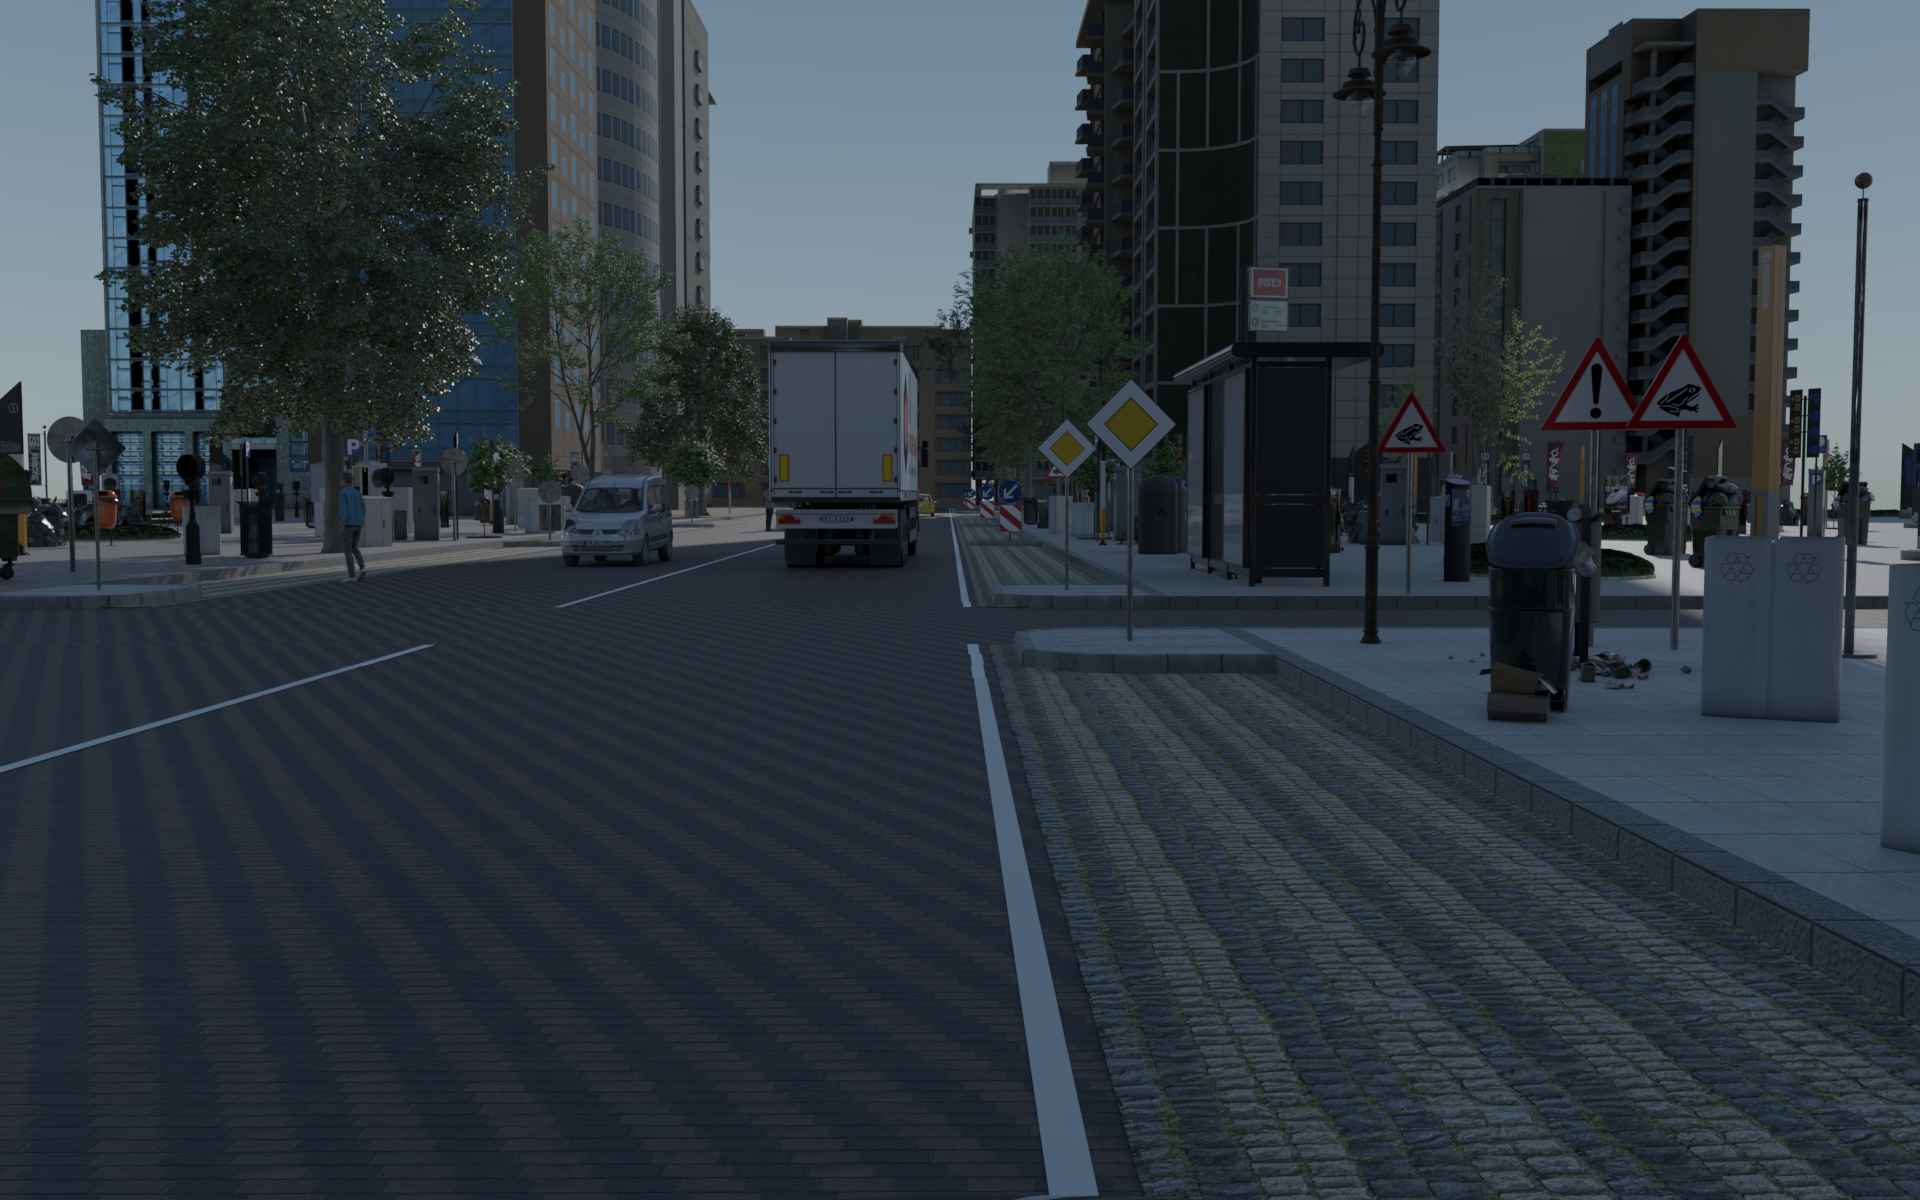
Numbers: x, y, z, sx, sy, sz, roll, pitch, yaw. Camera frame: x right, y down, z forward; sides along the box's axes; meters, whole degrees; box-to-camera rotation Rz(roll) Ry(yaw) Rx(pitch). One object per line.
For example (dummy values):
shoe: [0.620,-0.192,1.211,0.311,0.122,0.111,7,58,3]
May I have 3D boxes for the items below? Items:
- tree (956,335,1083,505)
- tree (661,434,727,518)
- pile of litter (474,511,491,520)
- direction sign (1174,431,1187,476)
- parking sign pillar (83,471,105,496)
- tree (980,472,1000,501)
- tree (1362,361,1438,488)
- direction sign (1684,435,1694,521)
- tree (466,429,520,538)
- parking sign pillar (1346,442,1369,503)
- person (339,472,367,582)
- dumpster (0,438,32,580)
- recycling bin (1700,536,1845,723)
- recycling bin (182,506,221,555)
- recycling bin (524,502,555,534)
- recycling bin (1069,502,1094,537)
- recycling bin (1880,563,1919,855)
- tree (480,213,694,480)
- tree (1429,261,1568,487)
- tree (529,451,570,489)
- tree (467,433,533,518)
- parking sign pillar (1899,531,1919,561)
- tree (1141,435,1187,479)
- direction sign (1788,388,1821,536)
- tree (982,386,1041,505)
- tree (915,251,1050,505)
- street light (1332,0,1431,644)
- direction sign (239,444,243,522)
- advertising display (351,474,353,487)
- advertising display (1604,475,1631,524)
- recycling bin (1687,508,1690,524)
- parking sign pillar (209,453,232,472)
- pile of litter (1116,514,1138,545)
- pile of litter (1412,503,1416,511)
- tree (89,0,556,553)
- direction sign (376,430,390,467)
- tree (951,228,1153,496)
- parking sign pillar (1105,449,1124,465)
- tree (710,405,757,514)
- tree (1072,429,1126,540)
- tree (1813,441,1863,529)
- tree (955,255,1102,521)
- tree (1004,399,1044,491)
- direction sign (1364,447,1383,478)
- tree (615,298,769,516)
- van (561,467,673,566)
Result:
tree: [3.352,-9.719,93.313,7.601,10.594,8.767,0,4,-2]
tree: [-14.140,-6.654,92.514,4.285,4.588,4.351,0,3,0]
pile of litter: [-23.090,-4.326,84.699,1.176,0.858,1.719,2,4,30]
direction sign: [8.116,-4.302,62.341,0.876,3.537,0.379,0,4,-2]
parking sign pillar: [-48.521,-6.641,97.046,1.447,3.967,1.447,2,4,24]
tree: [2.407,-9.527,150.365,1.663,3.219,1.824,0,3,0]
tree: [24.549,-8.910,96.048,4.737,8.622,4.395,0,3,0]
direction sign: [28.172,-4.589,67.019,0.379,3.537,0.876,0,4,3]
tree: [-13.934,-3.415,50.437,1.663,3.219,1.824,0,3,0]
parking sign pillar: [20.445,-6.128,88.670,1.447,3.967,1.447,3,5,40]
person: [-9.887,-1.182,28.173,0.444,1.785,0.601,2,4,32]
dumpster: [-14.653,-1.378,25.030,1.502,2.255,1.985,0,4,0]
recycling bin: [4.759,0.148,10.133,0.722,1.027,0.722,2,4,27]
recycling bin: [-16.083,-1.479,36.730,0.722,1.027,0.722,-2,4,-24]
recycling bin: [-13.743,-2.697,56.647,0.722,1.027,0.722,3,5,39]
recycling bin: [3.659,-2.443,52.502,0.722,1.027,0.722,-1,4,-8]
recycling bin: [3.818,0.392,6.140,0.722,1.027,0.722,-2,4,-28]
tree: [-14.181,-8.561,65.721,9.928,11.665,9.643,0,3,0]
tree: [16.556,-6.371,54.528,4.360,8.622,3.978,0,3,0]
tree: [-18.297,-5.037,76.961,1.663,3.219,1.824,0,3,0]
tree: [-24.760,-6.688,93.059,4.285,4.588,4.351,0,3,0]
parking sign pillar: [19.067,-2.756,33.526,1.447,3.967,1.447,0,4,7]
tree: [6.493,-3.716,55.362,1.663,3.219,1.824,0,3,0]
direction sign: [18.197,-2.776,37.378,0.379,3.537,0.876,-1,4,-16]
tree: [3.384,-9.691,108.809,4.737,8.622,4.395,0,3,0]
tree: [2.547,-17.261,138.102,12.611,20.169,13.585,0,3,0]
street light: [3.534,-2.565,14.726,0.468,5.910,1.993,0,4,0]
direction sign: [-32.465,-5.278,78.293,0.379,3.537,0.876,-2,4,-28]
advertising display: [-17.399,-2.789,50.820,0.974,1.923,0.123,1,4,19]
advertising display: [21.997,-3.227,57.977,0.123,1.923,0.974,-2,4,-28]
recycling bin: [22.453,-2.427,52.240,0.722,1.027,0.722,0,4,-6]
parking sign pillar: [-40.344,-6.486,94.519,1.447,3.967,1.447,2,4,26]
pile of litter: [4.785,-1.843,44.095,1.719,0.858,1.176,0,4,-3]
pile of litter: [22.824,-4.514,87.775,1.719,0.858,1.176,3,4,37]
tree: [-13.612,-8.000,37.454,9.857,13.997,8.962,0,3,0]
direction sign: [-19.855,-4.130,59.515,0.379,3.537,0.876,-3,4,-37]
tree: [3.809,-8.782,69.343,9.928,11.665,9.643,0,3,0]
parking sign pillar: [8.132,-6.151,89.049,1.447,3.967,1.447,-1,4,-9]
tree: [-15.108,-9.978,113.508,4.737,8.622,4.395,0,3,0]
tree: [3.725,-3.338,49.176,1.663,3.219,1.824,0,3,0]
tree: [32.187,-4.211,63.445,1.663,3.219,1.824,0,3,0]
tree: [3.480,-10.035,82.194,7.486,12.596,7.792,0,3,0]
tree: [4.186,-10.458,121.358,4.360,8.622,3.978,0,3,0]
direction sign: [19.783,-5.556,82.842,0.876,3.537,0.379,2,4,27]
tree: [-15.275,-11.284,101.509,9.611,12.733,9.660,0,3,0]
van: [-7.059,-1.765,35.863,2.013,2.044,4.112,0,4,1]
